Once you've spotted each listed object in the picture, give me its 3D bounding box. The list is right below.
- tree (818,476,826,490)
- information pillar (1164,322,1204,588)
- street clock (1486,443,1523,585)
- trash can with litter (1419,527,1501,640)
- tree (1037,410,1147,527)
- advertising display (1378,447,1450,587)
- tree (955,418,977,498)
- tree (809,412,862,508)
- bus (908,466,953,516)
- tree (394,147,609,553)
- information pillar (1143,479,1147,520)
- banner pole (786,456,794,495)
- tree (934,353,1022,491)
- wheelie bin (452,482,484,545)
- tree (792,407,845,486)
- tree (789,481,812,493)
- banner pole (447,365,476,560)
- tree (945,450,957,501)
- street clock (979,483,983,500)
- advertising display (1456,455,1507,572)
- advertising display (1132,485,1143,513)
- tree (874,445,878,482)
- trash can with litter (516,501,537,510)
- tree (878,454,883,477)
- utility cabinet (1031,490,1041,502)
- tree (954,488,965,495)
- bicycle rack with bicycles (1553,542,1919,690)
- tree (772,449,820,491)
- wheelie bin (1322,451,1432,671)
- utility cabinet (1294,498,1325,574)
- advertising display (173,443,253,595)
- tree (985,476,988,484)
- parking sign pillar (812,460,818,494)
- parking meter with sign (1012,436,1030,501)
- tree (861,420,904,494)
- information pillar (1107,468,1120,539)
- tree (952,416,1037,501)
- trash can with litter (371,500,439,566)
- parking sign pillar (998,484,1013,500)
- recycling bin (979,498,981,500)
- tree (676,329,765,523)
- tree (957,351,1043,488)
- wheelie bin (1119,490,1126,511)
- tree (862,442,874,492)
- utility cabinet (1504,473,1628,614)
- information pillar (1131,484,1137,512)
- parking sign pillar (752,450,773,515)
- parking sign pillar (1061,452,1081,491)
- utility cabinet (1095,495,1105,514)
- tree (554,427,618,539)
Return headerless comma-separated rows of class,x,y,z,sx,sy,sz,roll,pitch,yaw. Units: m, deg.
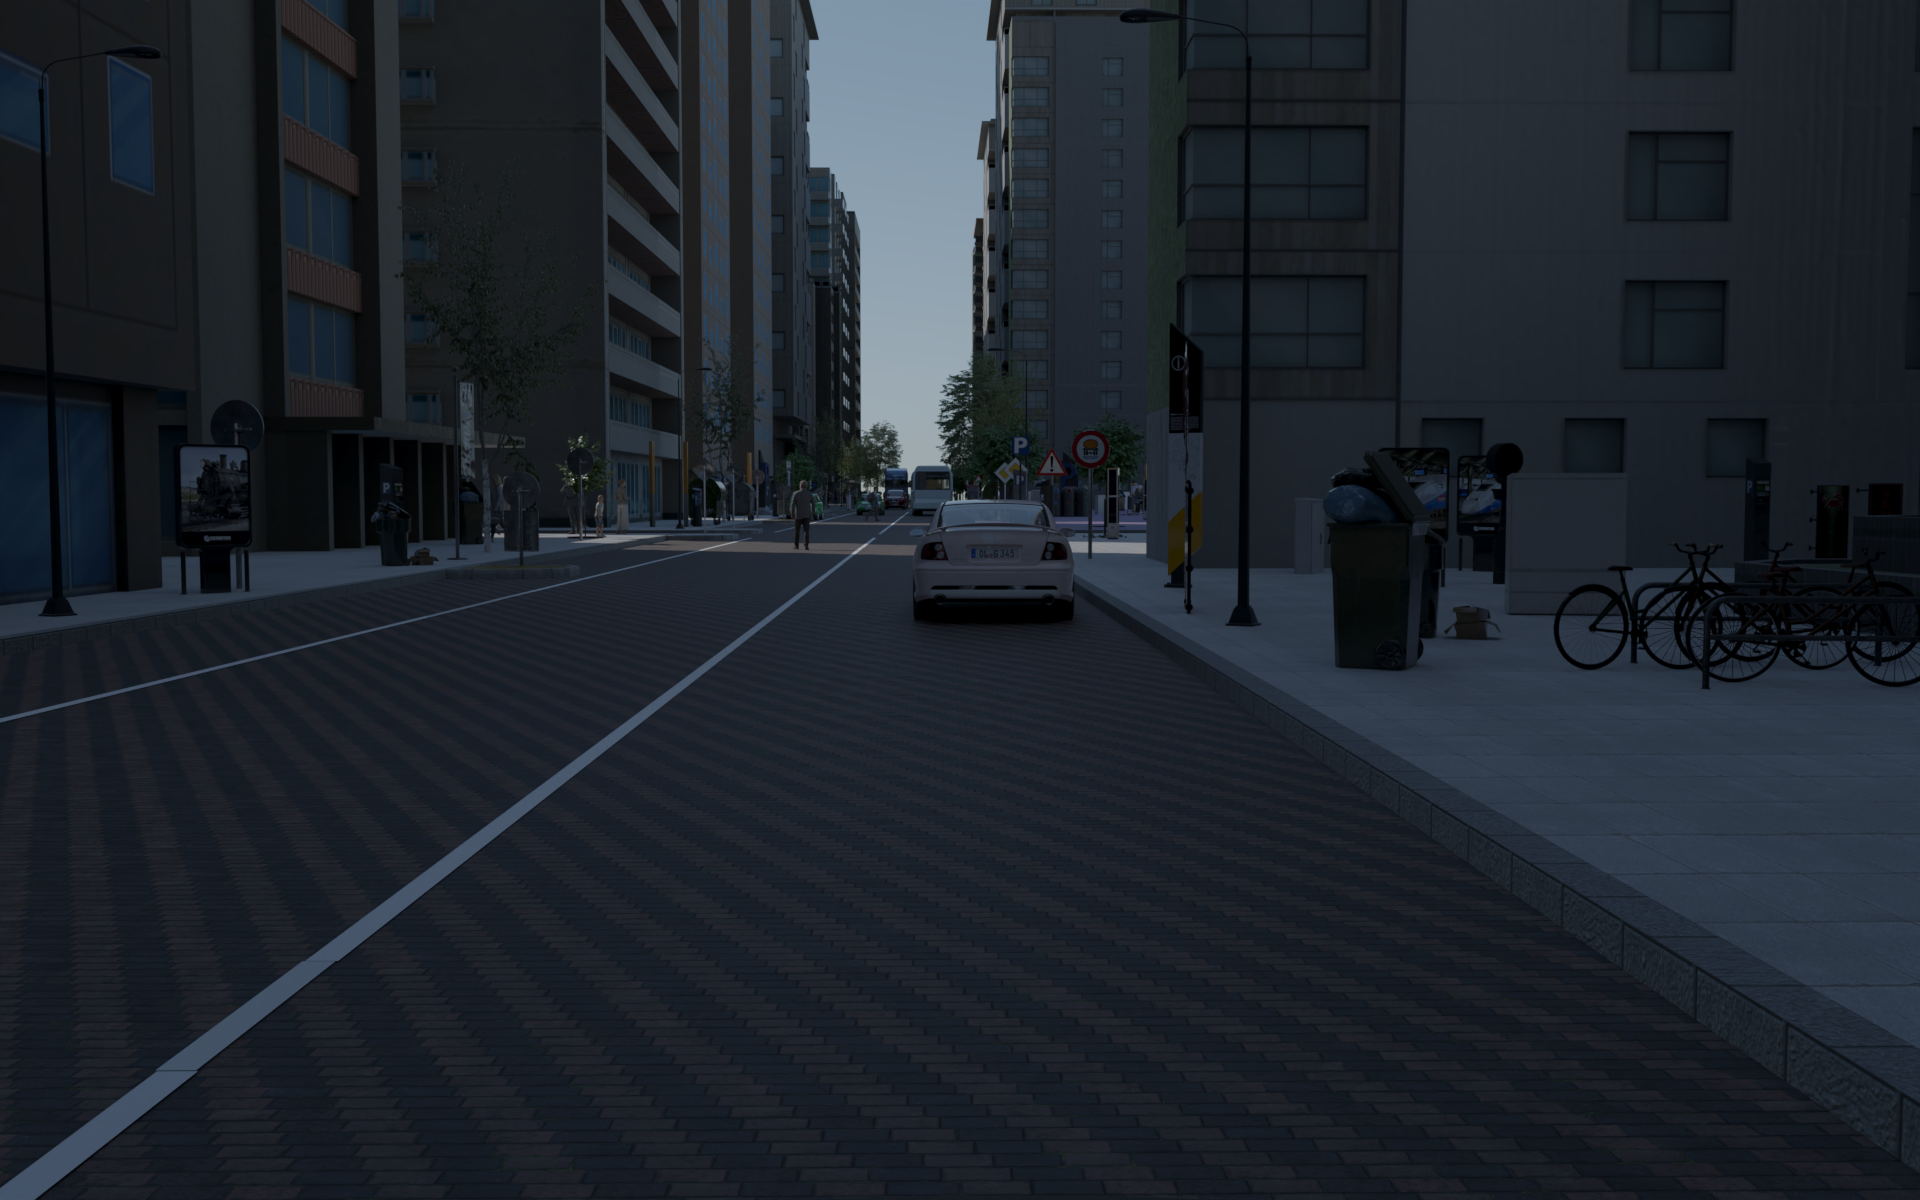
tree,-11.924,-8.974,141.322,1.663,3.219,1.824,0,3,0
information pillar,3.059,-1.971,23.581,0.504,3.616,0.183,2,4,32
street clock,7.723,-1.226,24.609,0.471,2.002,0.358,-1,4,-17
trash can with litter,4.303,-0.253,15.525,1.055,1.170,0.624,1,4,19
tree,5.840,-5.138,67.728,4.285,4.588,4.351,0,3,0
advertising display,6.249,-1.145,23.929,0.974,1.923,0.123,1,4,14
tree,0.943,-12.784,159.381,4.360,8.622,3.978,0,3,0
tree,-11.967,-12.548,155.525,4.737,8.622,4.395,0,3,0
bus,-2.029,-7.544,118.203,2.948,3.499,13.247,0,4,-2
tree,-10.120,-5.340,37.675,4.360,8.622,3.978,0,3,0
information pillar,9.123,-4.915,84.844,0.304,2.012,0.304,0,4,1
banner pole,-11.049,-7.519,112.949,0.401,3.779,0.863,3,4,37
tree,1.468,-13.512,139.047,7.486,12.596,7.792,0,3,0
wheelie bin,-12.499,-2.212,44.073,0.693,1.594,0.980,-3,5,-42
tree,-11.867,-11.908,145.050,4.360,8.622,3.978,0,3,0
tree,-12.630,-8.527,134.023,1.663,3.219,1.824,0,3,0
banner pole,-9.759,-2.691,34.011,0.401,3.779,0.863,1,4,19
tree,-0.488,-17.670,239.259,4.737,8.622,4.395,0,3,0
street clock,1.175,-5.421,93.203,0.358,2.002,0.471,1,4,16
advertising display,8.690,-1.433,28.651,0.974,1.923,0.123,3,5,43
advertising display,12.174,-6.939,118.670,0.123,1.923,0.974,-3,5,-45
tree,-13.515,-16.886,226.440,4.737,8.622,4.395,0,3,0
trash can with litter,-11.884,-2.181,47.042,0.624,1.170,1.055,-2,4,-33
tree,-13.336,-18.310,249.737,4.737,8.622,4.395,0,3,0
utility cabinet,4.349,-5.132,92.586,1.173,1.500,0.318,2,4,34
tree,0.069,-14.256,227.681,1.663,3.219,1.824,0,3,0
bicycle rack with bicycles,5.738,0.067,12.289,2.925,0.926,2.852,0,4,8
tree,-11.511,-8.524,123.073,4.285,4.588,4.351,0,3,0
wheelie bin,3.079,-0.302,12.848,0.693,1.594,0.980,2,4,26
utility cabinet,5.685,-1.037,28.116,0.306,1.237,1.020,1,4,23
advertising display,-9.642,-1.050,22.385,0.123,1.923,0.974,3,5,39
tree,1.777,-9.711,153.380,1.663,3.219,1.824,0,3,0
parking sign pillar,-11.511,-9.115,137.504,1.447,3.967,1.447,0,4,-1
parking meter with sign,1.874,-3.486,53.257,0.543,3.016,1.738,0,4,3
tree,-14.324,-23.910,297.580,9.857,13.997,8.962,0,3,0
information pillar,4.349,-2.729,49.109,0.304,2.012,0.304,1,4,14
tree,2.172,-5.458,72.949,4.285,4.588,4.351,0,3,0
trash can with litter,-9.981,-1.209,31.148,1.055,1.170,0.624,-3,5,-45
parking sign pillar,2.434,-5.629,80.501,1.447,3.967,1.447,-1,4,-10
recycling bin,1.694,-6.142,112.979,0.722,1.027,0.722,3,5,42
tree,-10.691,-7.805,77.967,4.360,8.622,3.978,0,3,0
tree,2.357,-8.538,89.964,4.737,8.622,4.395,0,3,0
wheelie bin,12.133,-7.541,131.199,0.693,1.594,0.980,-1,4,-20
tree,-13.747,-16.195,215.153,4.737,8.622,4.395,0,3,0
utility cabinet,6.416,-0.592,18.363,1.173,1.500,0.318,0,4,8
information pillar,12.281,-7.191,122.070,0.304,2.012,0.304,3,4,38
parking sign pillar,-12.042,-7.211,106.364,1.447,3.967,1.447,0,4,5
parking sign pillar,7.021,-7.401,109.484,1.447,3.967,1.447,2,4,35
utility cabinet,8.966,-6.023,109.636,1.020,1.237,0.306,-3,5,-43
tree,-10.835,-3.395,50.103,1.663,3.219,1.824,0,3,0
